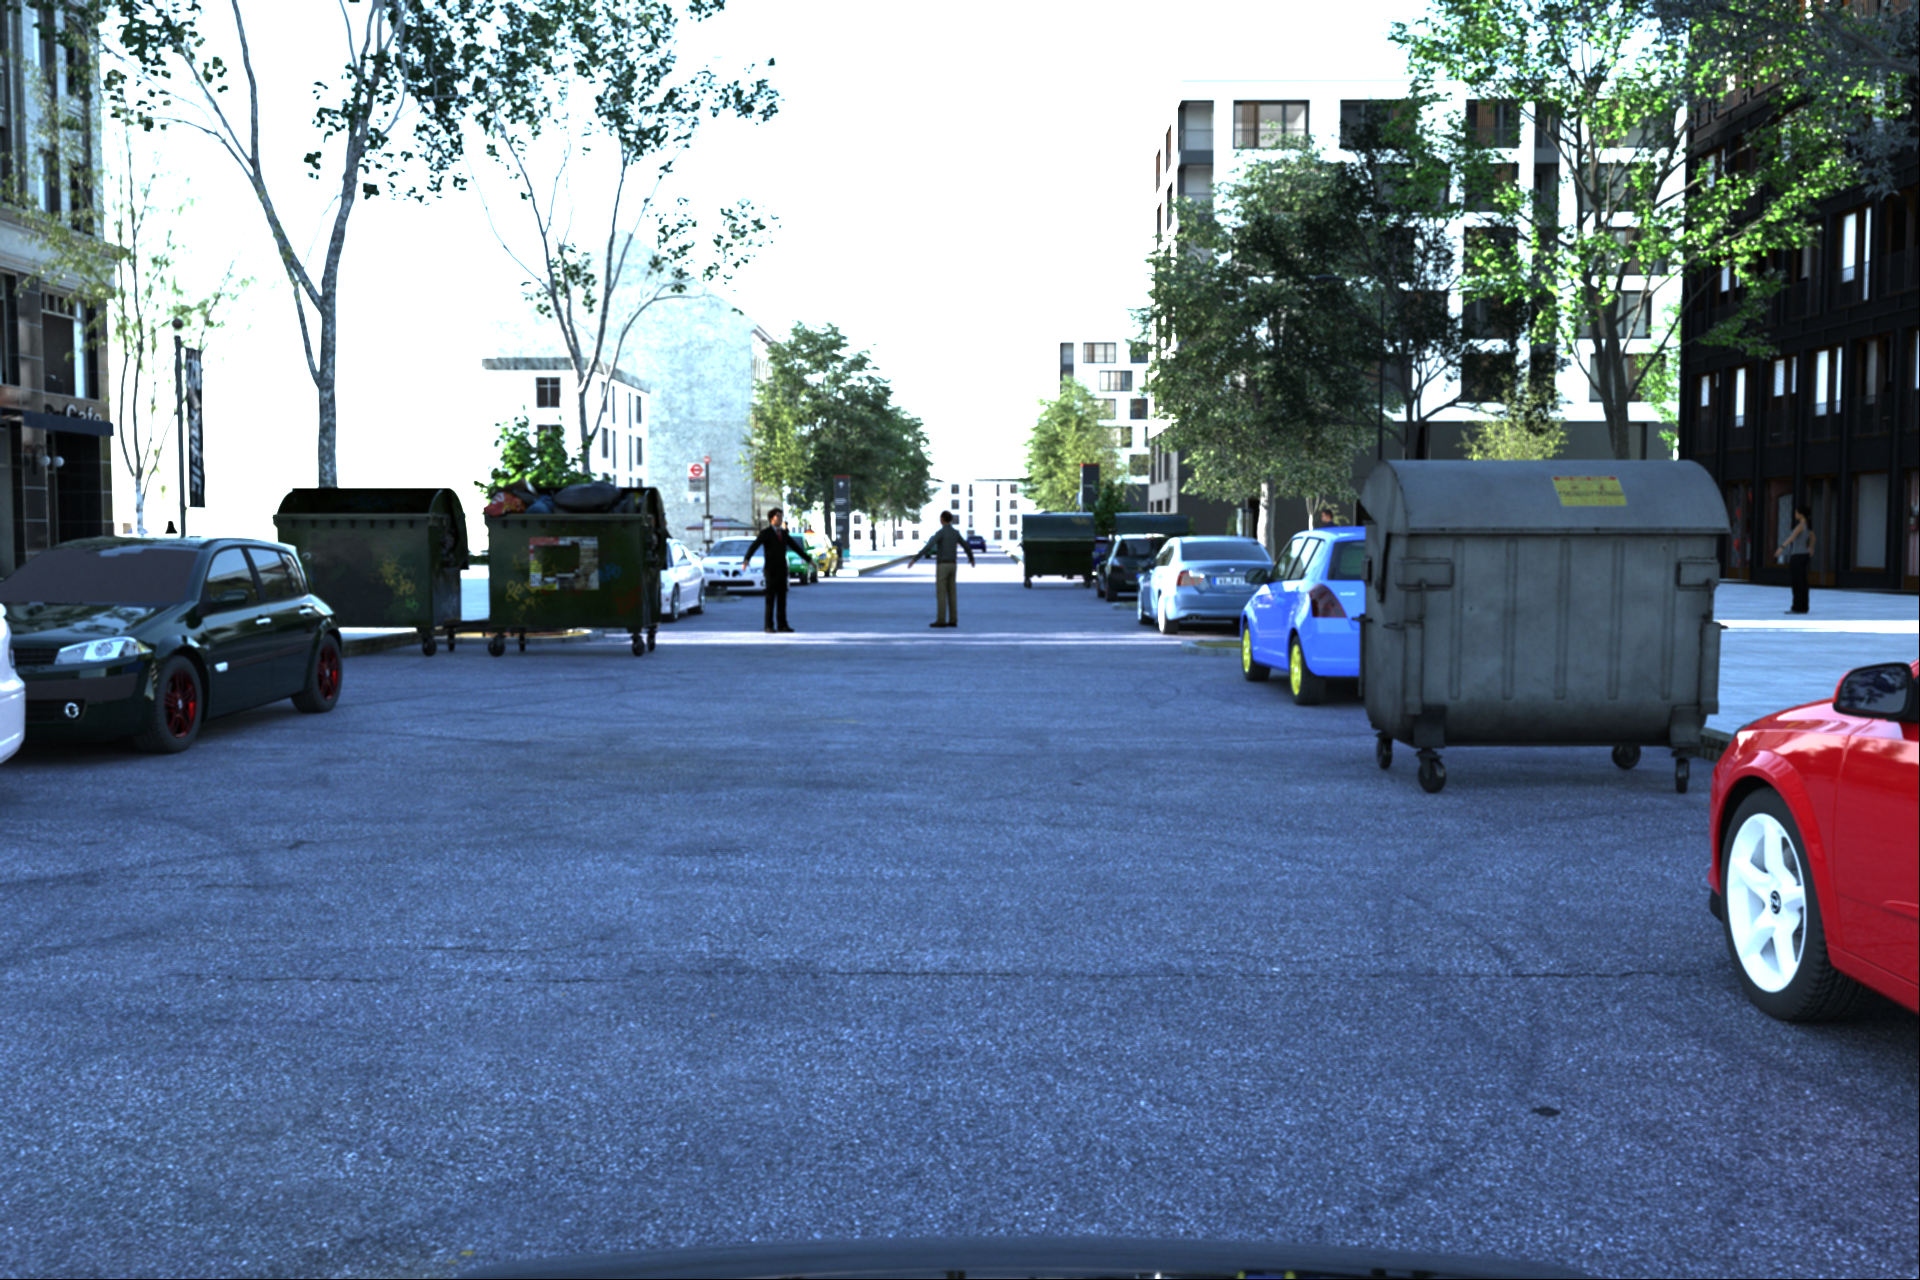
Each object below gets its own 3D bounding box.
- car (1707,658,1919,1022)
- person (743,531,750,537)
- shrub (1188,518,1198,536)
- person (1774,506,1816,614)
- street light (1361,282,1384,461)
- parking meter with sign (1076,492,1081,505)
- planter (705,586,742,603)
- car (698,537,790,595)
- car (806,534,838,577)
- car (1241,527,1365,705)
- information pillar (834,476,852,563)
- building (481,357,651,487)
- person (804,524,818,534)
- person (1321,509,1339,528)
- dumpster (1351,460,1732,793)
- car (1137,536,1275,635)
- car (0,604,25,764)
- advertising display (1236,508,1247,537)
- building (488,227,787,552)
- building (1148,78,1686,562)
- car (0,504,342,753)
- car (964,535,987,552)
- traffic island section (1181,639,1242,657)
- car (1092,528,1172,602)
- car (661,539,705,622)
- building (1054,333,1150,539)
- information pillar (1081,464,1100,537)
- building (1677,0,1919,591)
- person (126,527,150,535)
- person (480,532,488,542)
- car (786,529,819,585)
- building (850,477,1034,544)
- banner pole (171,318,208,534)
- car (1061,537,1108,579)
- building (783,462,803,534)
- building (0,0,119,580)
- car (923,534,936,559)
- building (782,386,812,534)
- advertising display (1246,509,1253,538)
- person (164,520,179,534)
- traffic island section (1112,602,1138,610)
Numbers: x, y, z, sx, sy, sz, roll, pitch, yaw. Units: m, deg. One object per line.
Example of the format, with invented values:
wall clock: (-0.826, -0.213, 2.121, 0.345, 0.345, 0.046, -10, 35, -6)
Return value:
car: (3.243, 0.319, 3.817, 2.155, 1.783, 4.494, 0, 4, 1)
person: (-11.520, -5.147, 93.426, 0.991, 1.433, 0.599, 0, 4, -3)
shrub: (8.120, -3.652, 63.758, 1.661, 2.075, 1.752, 0, 3, 0)
person: (13.443, -1.288, 27.869, 1.217, 1.737, 0.721, -3, 5, -40)
street light: (8.123, -3.589, 31.217, 1.470, 5.913, 1.316, 0, 4, 0)
parking meter with sign: (5.067, -4.548, 70.622, 0.543, 3.016, 1.738, 0, 4, 0)
planter: (-5.716, -0.968, 36.964, 1.991, 0.319, 1.994, 0, 4, 2)
car: (-5.219, -1.811, 41.976, 2.083, 1.381, 4.827, 0, 4, 1)
car: (-5.126, -2.966, 58.723, 2.015, 1.641, 3.980, 0, 4, 1)
car: (3.626, -0.379, 15.793, 1.945, 1.707, 3.694, 0, 4, -1)
information pillar: (-5.229, -5.359, 76.996, 0.750, 3.857, 0.750, 0, 4, 2)
building: (-21.735, -9.434, 96.389, 9.099, 9.664, 28.070, 0, 4, 1)
person: (-8.199, -5.447, 94.992, 1.347, 1.837, 0.705, 1, 4, 11)
person: (6.322, -1.389, 29.666, 0.541, 1.710, 0.530, -2, 4, -31)
dumpster: (3.304, -0.112, 10.044, 1.865, 1.857, 1.264, 0, 4, 0)
car: (3.718, -0.854, 25.973, 2.014, 1.417, 4.499, 0, 4, -1)
car: (-5.900, 0.312, 7.261, 2.083, 1.381, 4.827, 0, 4, 1)
advertising display: (7.113, -2.362, 43.827, 0.123, 1.923, 0.974, 0, 4, 1)
building: (-23.991, -18.496, 133.343, 19.493, 23.208, 18.063, 0, 4, 1)
building: (24.049, -15.317, 94.412, 27.936, 21.610, 32.646, 0, 4, 1)
car: (-5.930, -0.169, 12.552, 2.009, 1.686, 4.222, 0, 4, 1)
car: (1.179, -7.569, 136.330, 1.945, 1.354, 3.894, 0, 4, -1)
traffic island section: (3.736, 0.103, 21.180, 1.991, 0.108, 1.994, 0, 4, 1)
car: (3.943, -1.725, 37.986, 2.009, 1.686, 4.222, 0, 4, 1)
car: (-5.525, -1.057, 29.644, 2.083, 1.381, 4.827, 0, 4, 0)
building: (24.261, -21.318, 192.520, 27.936, 21.610, 32.646, 0, 4, 1)
information pillar: (4.789, -4.555, 63.848, 0.750, 3.857, 0.750, 0, 4, -1)
building: (25.766, -12.870, 39.086, 12.332, 23.479, 15.834, 0, 4, 1)
person: (-20.835, -2.269, 44.075, 0.756, 1.711, 0.436, 1, 4, 10)
person: (-21.965, -4.585, 81.144, 1.347, 1.806, 0.705, 2, 4, 35)
car: (-5.077, -2.504, 49.739, 1.959, 1.807, 4.718, 0, 4, 0)
building: (-3.296, -18.973, 254.806, 28.070, 9.664, 9.099, 0, 4, 6)
banner pole: (-9.064, -1.859, 20.409, 0.401, 3.779, 0.863, 0, 4, 0)
car: (4.194, -2.657, 56.019, 1.945, 1.354, 3.894, 0, 4, 0)
building: (-21.479, -15.087, 188.823, 9.099, 9.664, 28.070, 0, 4, 1)
building: (-30.578, -15.768, 37.403, 16.754, 29.471, 25.880, 0, 4, 1)
car: (-1.112, -5.504, 101.795, 2.131, 1.459, 4.920, 0, 4, 1)
building: (-24.591, -21.914, 214.714, 16.016, 20.090, 11.380, 0, 4, 0)
advertising display: (7.434, -2.424, 44.849, 0.123, 1.923, 0.974, 0, 4, 0)
person: (-25.222, -2.961, 55.194, 0.721, 1.737, 1.214, 1, 4, 12)
traffic island section: (3.942, -0.643, 33.387, 1.991, 0.108, 1.994, 0, 4, 2)
